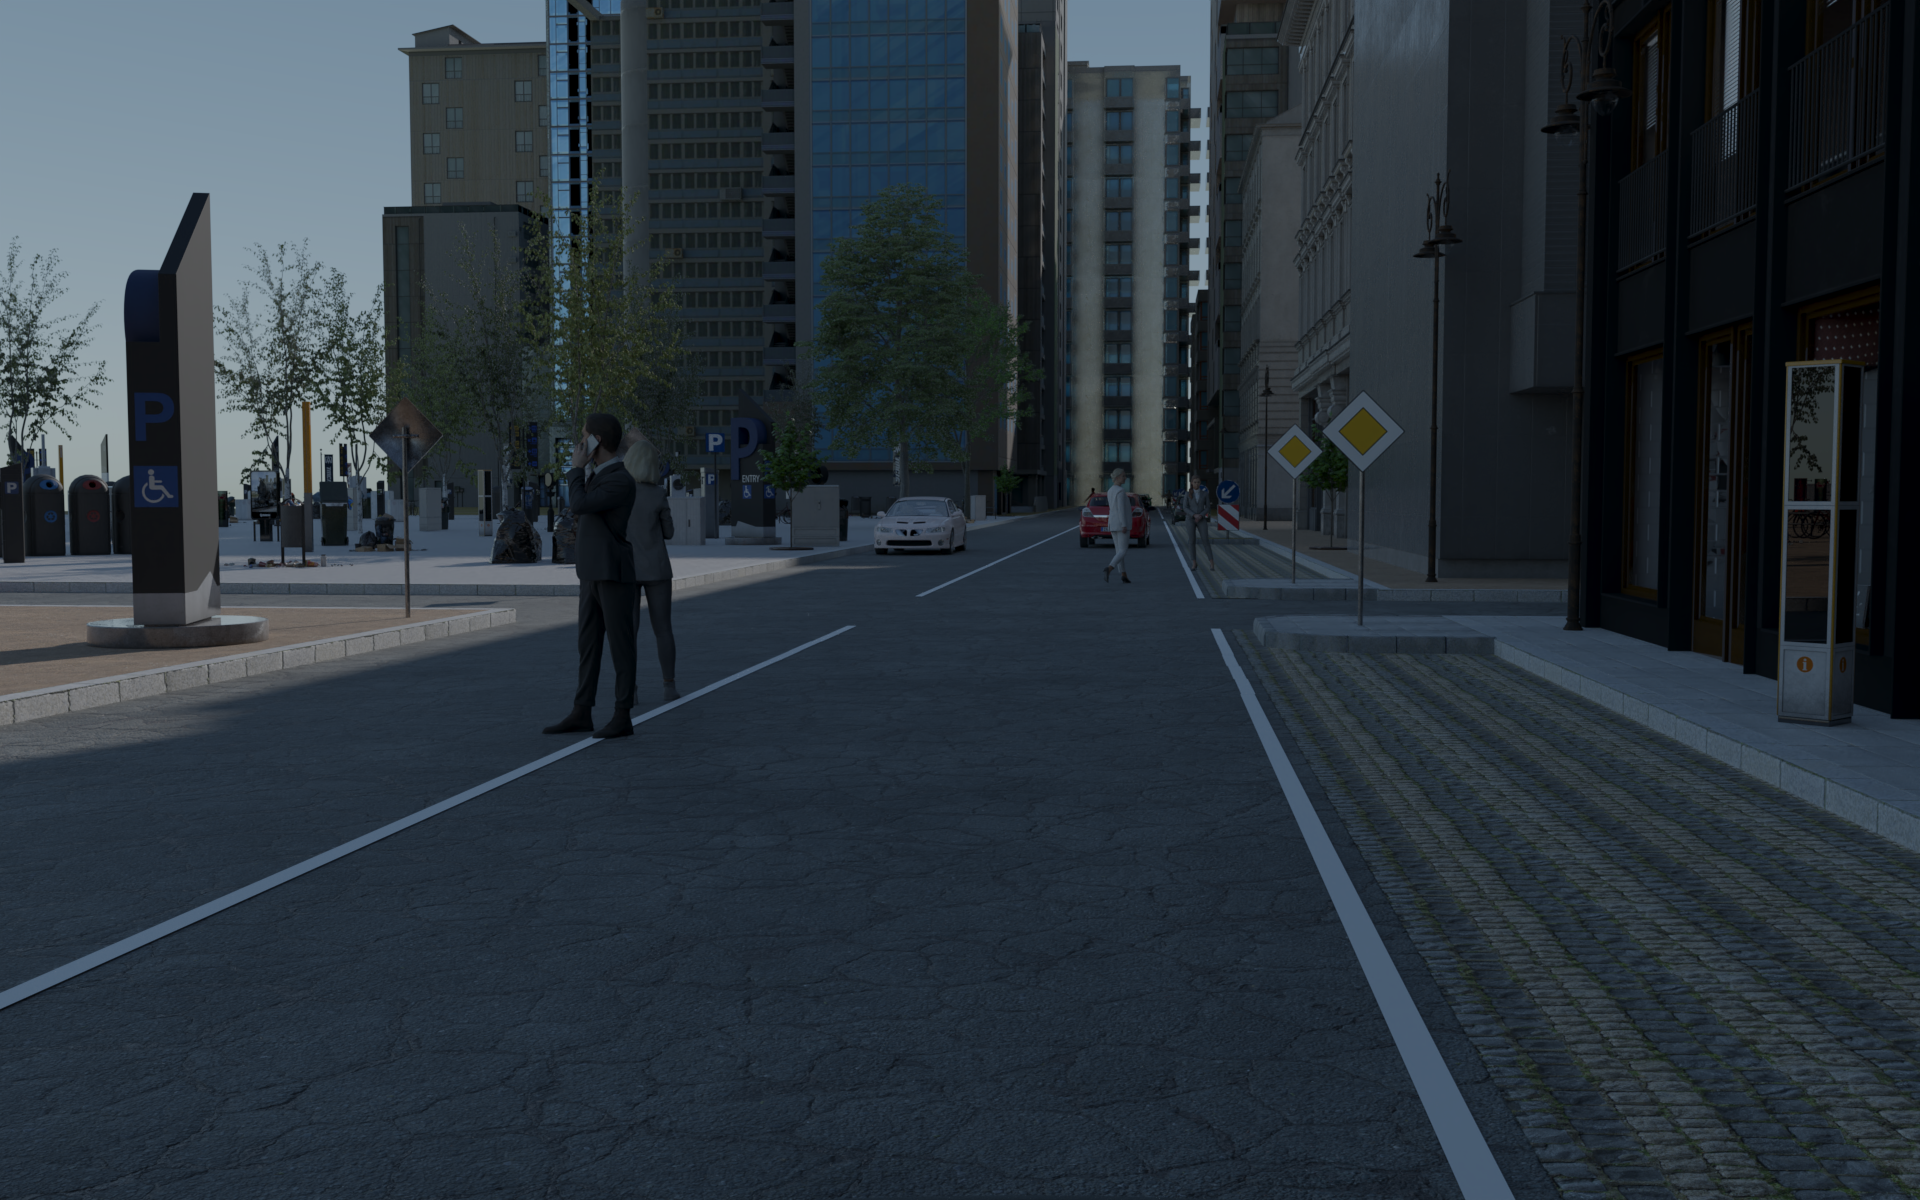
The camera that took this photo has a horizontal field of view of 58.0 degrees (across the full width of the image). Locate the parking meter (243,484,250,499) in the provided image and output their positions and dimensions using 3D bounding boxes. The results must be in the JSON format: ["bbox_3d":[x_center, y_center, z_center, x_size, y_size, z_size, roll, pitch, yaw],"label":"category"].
[{"bbox_3d":[-39.447,-5.517,95.920,0.399,1.863,0.255,1,4,19],"label":"parking meter"}]

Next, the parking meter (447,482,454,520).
[{"bbox_3d":[-25.344,-4.910,85.988,0.399,1.863,0.255,0,4,-5],"label":"parking meter"}]

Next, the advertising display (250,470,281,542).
[{"bbox_3d":[-18.774,-2.545,46.826,0.974,1.923,0.123,2,4,24],"label":"advertising display"}]

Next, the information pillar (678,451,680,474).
[{"bbox_3d":[-15.186,-6.263,93.758,0.183,3.616,0.504,-1,4,-13],"label":"information pillar"}]

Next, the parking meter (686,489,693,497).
[{"bbox_3d":[-14.314,-5.092,91.657,0.372,1.533,0.369,0,3,0],"label":"parking meter"}]

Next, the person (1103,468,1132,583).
[{"bbox_3d":[2.498,-1.179,27.661,0.818,1.842,0.514,-3,5,-43],"label":"person"}]

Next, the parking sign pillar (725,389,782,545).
[{"bbox_3d":[-5.255,-3.393,43.948,1.447,3.967,1.447,3,5,44],"label":"parking sign pillar"}]

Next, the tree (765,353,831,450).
[{"bbox_3d":[-8.439,-8.546,90.095,4.360,8.622,3.978,0,3,0],"label":"tree"}]

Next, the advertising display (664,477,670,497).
[{"bbox_3d":[-11.389,-3.802,67.375,0.123,1.923,0.974,-1,4,-16],"label":"advertising display"}]

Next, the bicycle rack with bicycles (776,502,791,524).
[{"bbox_3d":[-6.951,-3.754,74.756,2.925,0.926,2.852,0,4,5],"label":"bicycle rack with bicycles"}]

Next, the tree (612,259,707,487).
[{"bbox_3d":[-9.665,-6.340,54.029,4.360,8.622,3.978,0,3,0],"label":"tree"}]

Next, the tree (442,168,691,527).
[{"bbox_3d":[-8.536,-5.489,40.102,4.737,8.622,4.395,0,3,0],"label":"tree"}]

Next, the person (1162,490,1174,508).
[{"bbox_3d":[20.718,-9.982,171.723,1.348,1.823,0.705,1,4,20],"label":"person"}]

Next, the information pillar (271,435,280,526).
[{"bbox_3d":[-27.240,-4.748,68.977,0.183,3.616,0.504,0,4,6],"label":"information pillar"}]

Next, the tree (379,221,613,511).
[{"bbox_3d":[-12.371,-5.866,46.267,4.360,8.622,3.978,0,3,0],"label":"tree"}]

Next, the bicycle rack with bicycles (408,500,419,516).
[{"bbox_3d":[-32.272,-5.354,100.921,2.852,0.926,2.925,-1,4,-18],"label":"bicycle rack with bicycles"}]

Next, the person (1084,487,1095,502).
[{"bbox_3d":[8.053,-5.919,105.246,0.705,1.831,1.348,3,5,45],"label":"person"}]

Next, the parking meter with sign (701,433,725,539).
[{"bbox_3d":[-7.229,-3.300,50.208,0.543,3.016,1.738,-1,4,-17],"label":"parking meter with sign"}]

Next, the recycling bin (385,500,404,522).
[{"bbox_3d":[-25.920,-4.095,79.504,0.722,1.027,0.722,-3,5,-40],"label":"recycling bin"}]

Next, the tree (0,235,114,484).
[{"bbox_3d":[-27.218,-6.120,50.426,4.360,8.622,3.978,0,3,0],"label":"tree"}]

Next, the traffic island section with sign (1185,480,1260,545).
[{"bbox_3d":[7.567,-2.518,49.794,1.989,1.847,2.006,0,4,6],"label":"traffic island section with sign"}]

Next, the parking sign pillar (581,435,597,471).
[{"bbox_3d":[-16.173,-5.421,77.107,1.447,3.967,1.447,-2,4,-31],"label":"parking sign pillar"}]

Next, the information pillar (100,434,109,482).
[{"bbox_3d":[-33.391,-4.668,67.675,0.504,3.616,0.183,3,5,40],"label":"information pillar"}]

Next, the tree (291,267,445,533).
[{"bbox_3d":[-19.514,-6.459,55.959,4.737,8.622,4.395,0,3,0],"label":"tree"}]

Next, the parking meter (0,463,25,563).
[{"bbox_3d":[-17.640,-1.620,32.197,0.399,1.863,0.255,-2,4,-32],"label":"parking meter"}]

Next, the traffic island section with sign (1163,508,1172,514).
[{"bbox_3d":[15.985,-7.179,125.997,1.989,1.847,2.006,0,4,6],"label":"traffic island section with sign"}]

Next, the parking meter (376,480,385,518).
[{"bbox_3d":[-24.621,-4.154,73.636,0.255,1.863,0.399,0,4,-3],"label":"parking meter"}]

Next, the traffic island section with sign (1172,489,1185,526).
[{"bbox_3d":[10.582,-4.183,77.018,1.989,1.847,2.006,0,4,6],"label":"traffic island section with sign"}]

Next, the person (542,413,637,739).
[{"bbox_3d":[-2.153,-0.143,10.197,0.474,1.900,0.648,-2,4,-32],"label":"person"}]

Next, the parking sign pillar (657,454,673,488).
[{"bbox_3d":[-16.287,-6.466,94.199,1.447,3.967,1.447,0,4,-3],"label":"parking sign pillar"}]

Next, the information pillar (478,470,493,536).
[{"bbox_3d":[-14.409,-2.941,52.573,0.304,2.012,0.304,3,5,40],"label":"information pillar"}]

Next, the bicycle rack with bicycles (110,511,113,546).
[{"bbox_3d":[-19.708,-1.771,42.343,2.852,0.926,2.925,-1,4,-14],"label":"bicycle rack with bicycles"}]

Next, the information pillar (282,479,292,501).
[{"bbox_3d":[-32.119,-4.781,82.657,0.304,2.012,0.304,2,4,32],"label":"information pillar"}]

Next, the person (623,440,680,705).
[{"bbox_3d":[-2.235,-0.202,11.984,0.537,1.800,0.526,0,4,4],"label":"person"}]

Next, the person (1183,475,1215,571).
[{"bbox_3d":[4.467,-1.443,32.363,0.520,1.790,0.573,-1,4,-13],"label":"person"}]

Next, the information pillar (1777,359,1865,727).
[{"bbox_3d":[4.801,-0.317,9.668,0.304,2.012,0.304,-3,5,-40],"label":"information pillar"}]

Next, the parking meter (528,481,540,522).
[{"bbox_3d":[-19.562,-4.510,79.445,0.399,1.863,0.255,1,4,9],"label":"parking meter"}]

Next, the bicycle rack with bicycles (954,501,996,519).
[{"bbox_3d":[0.634,-4.576,88.201,2.852,0.926,2.925,-1,4,-14],"label":"bicycle rack with bicycles"}]

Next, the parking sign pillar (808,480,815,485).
[{"bbox_3d":[-8.386,-6.625,96.798,1.447,3.967,1.447,-1,4,-15],"label":"parking sign pillar"}]

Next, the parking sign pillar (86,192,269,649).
[{"bbox_3d":[-6.784,-1.619,14.936,1.447,3.967,1.447,-1,4,-11],"label":"parking sign pillar"}]

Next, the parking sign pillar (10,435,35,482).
[{"bbox_3d":[-43.070,-5.576,79.637,1.447,3.967,1.447,0,4,1],"label":"parking sign pillar"}]

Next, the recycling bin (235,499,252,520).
[{"bbox_3d":[-35.013,-4.428,84.949,0.722,1.027,0.722,1,4,17],"label":"recycling bin"}]

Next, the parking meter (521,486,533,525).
[{"bbox_3d":[-14.019,-2.917,56.112,0.372,1.533,0.369,0,3,0],"label":"parking meter"}]
